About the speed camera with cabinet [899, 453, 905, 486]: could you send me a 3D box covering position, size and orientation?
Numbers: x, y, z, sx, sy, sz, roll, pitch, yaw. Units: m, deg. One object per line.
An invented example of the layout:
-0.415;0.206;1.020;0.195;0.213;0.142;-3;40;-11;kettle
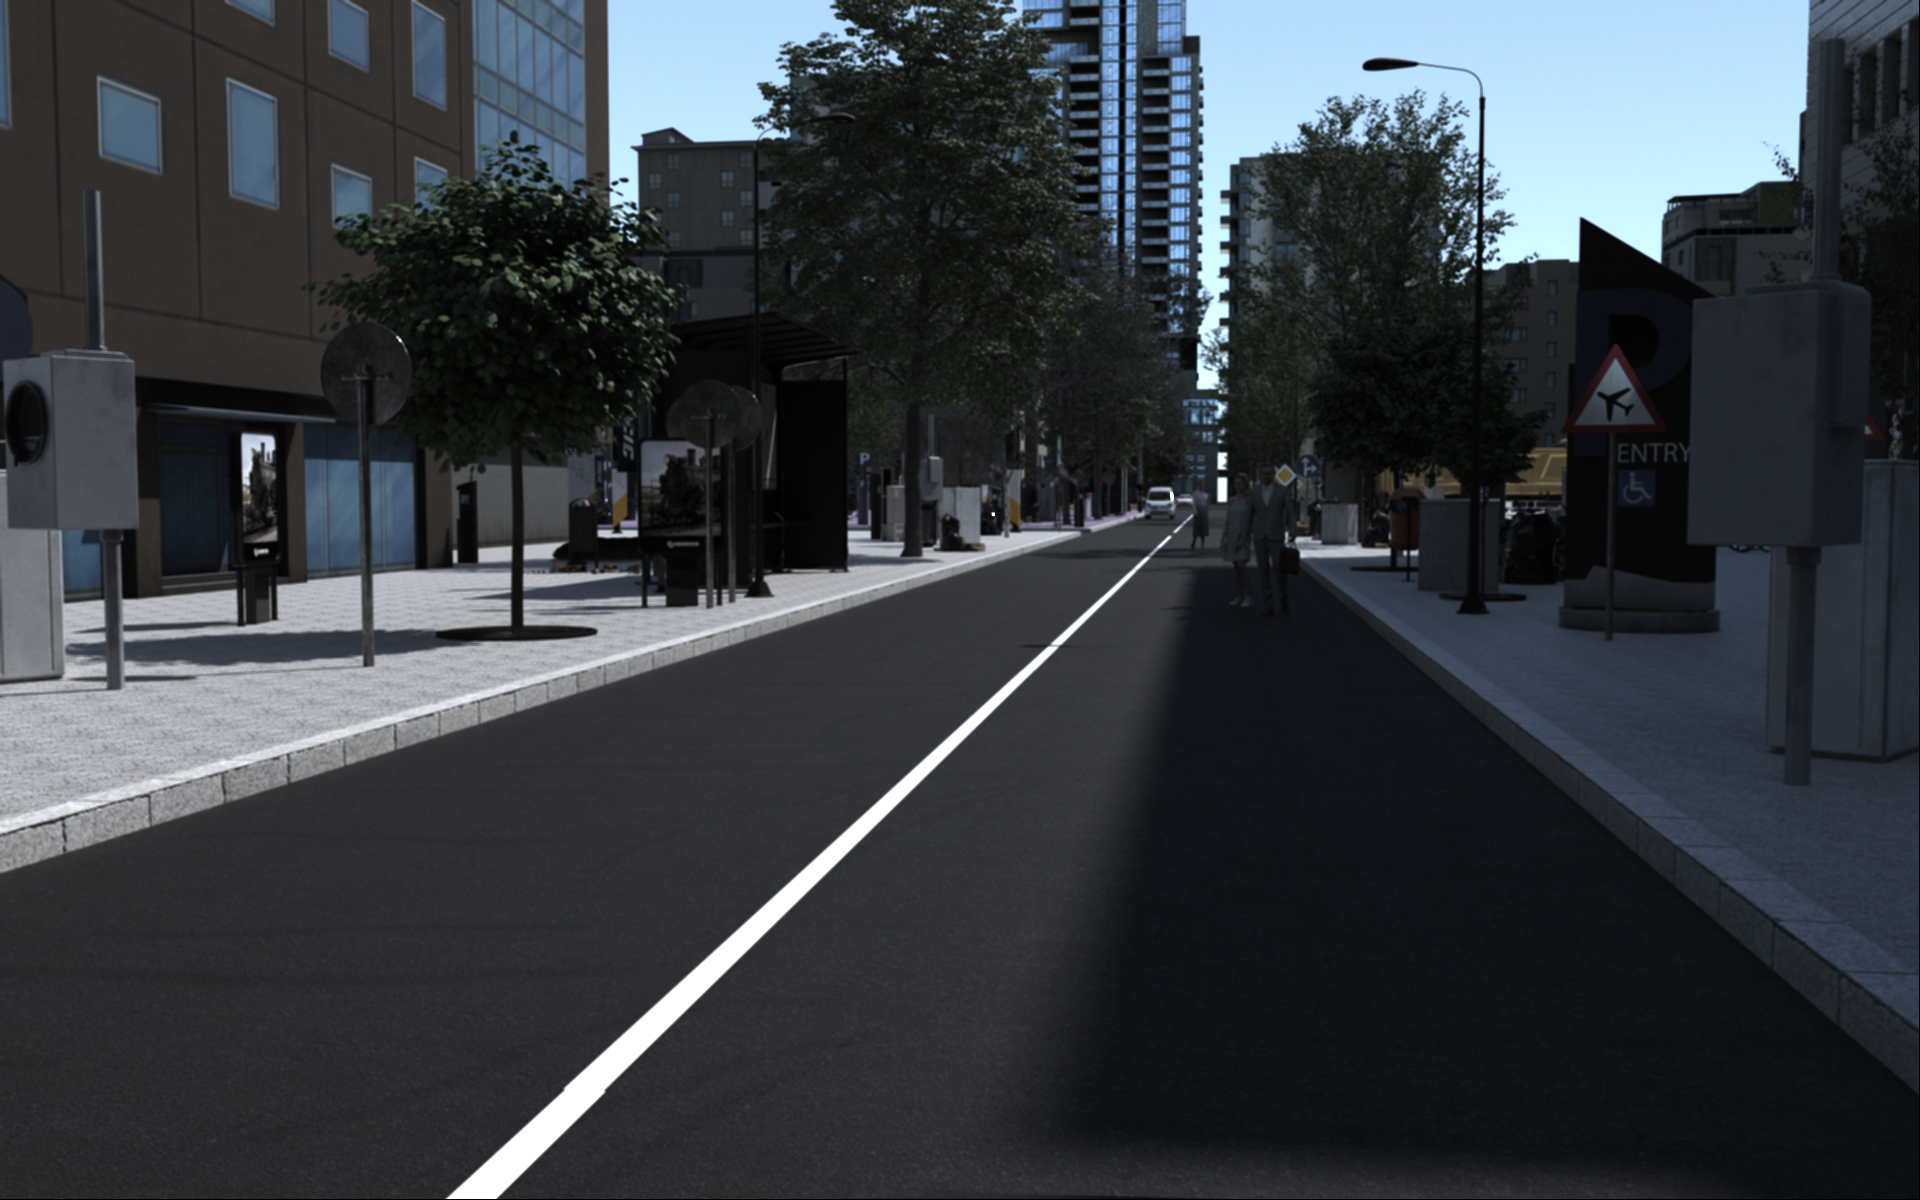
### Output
-2.381;-5.372;82.172;0.660;3.252;2.038;-1;4;-14;speed camera with cabinet

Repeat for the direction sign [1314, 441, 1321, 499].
15.199;-4.998;73.722;0.379;3.537;0.876;2;4;29;direction sign

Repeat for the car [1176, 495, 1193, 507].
25.448;-11.214;195.709;2.083;1.381;4.827;1;4;10;car

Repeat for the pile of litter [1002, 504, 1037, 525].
2.144;-3.624;73.216;1.719;0.858;1.176;-1;4;-21;pile of litter

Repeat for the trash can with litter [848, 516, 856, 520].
-6.159;-4.591;86.119;2.233;1.210;1.678;1;4;16;trash can with litter

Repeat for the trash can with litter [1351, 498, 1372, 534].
11.795;-2.426;51.047;0.624;1.170;1.055;2;4;23;trash can with litter

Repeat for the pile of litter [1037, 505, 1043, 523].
3.130;-3.912;77.923;1.176;0.858;1.719;0;4;3;pile of litter

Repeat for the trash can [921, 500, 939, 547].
-0.873;-1.851;41.920;0.748;1.137;0.748;0;3;0;trash can

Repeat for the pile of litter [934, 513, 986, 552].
0.003;-1.540;39.138;1.176;0.858;1.719;0;4;-5;pile of litter

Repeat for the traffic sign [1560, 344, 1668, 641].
5.685;-0.923;15.101;0.884;2.594;0.081;1;4;13;traffic sign

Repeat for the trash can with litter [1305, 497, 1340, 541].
10.719;-2.273;48.221;2.233;1.210;1.678;1;4;9;trash can with litter

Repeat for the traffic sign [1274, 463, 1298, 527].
10.649;-3.250;56.775;0.795;2.450;0.064;1;4;8;traffic sign

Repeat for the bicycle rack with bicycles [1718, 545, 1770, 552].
18.015;-1.543;38.606;2.852;0.926;2.925;-3;5;-44;bicycle rack with bicycles

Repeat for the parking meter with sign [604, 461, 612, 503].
-18.231;-5.732;89.975;0.543;3.016;1.738;-1;4;-17;parking meter with sign

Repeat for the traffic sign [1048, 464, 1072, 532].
3.336;-3.317;57.867;0.795;2.450;0.064;1;4;8;traffic sign

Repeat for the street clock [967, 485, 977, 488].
0.601;-5.045;87.060;0.471;2.002;0.358;3;4;37;street clock

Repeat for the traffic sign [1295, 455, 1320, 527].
11.213;-3.415;55.937;0.768;2.556;0.104;1;4;12;traffic sign

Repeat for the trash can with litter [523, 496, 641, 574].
-5.872;-1.049;28.212;2.233;1.210;1.678;2;4;23;trash can with litter

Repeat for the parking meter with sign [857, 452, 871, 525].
-4.054;-4.664;72.512;0.543;3.016;1.738;0;4;-8;parking meter with sign

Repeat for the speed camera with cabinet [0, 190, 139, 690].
-6.321;-1.059;11.654;2.038;3.252;0.660;3;4;37;speed camera with cabinet

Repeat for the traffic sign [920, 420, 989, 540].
-0.326;-3.290;47.670;2.265;3.308;0.079;1;4;14;traffic sign

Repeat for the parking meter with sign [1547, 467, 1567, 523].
17.478;-3.234;49.139;0.543;3.016;1.738;-2;4;-32;parking meter with sign

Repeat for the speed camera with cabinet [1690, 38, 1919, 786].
4.148;-0.853;8.279;0.660;3.252;2.038;3;5;44;speed camera with cabinet

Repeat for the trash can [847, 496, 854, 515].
-6.853;-5.742;105.530;0.748;1.137;0.748;0;3;0;trash can

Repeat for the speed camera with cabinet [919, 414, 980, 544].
-0.372;-3.019;43.700;0.660;3.252;2.038;3;5;44;speed camera with cabinet

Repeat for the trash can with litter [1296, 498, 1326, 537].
10.577;-2.508;52.387;0.624;1.170;1.055;-3;5;-44;trash can with litter

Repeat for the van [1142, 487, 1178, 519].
11.461;-5.633;99.103;2.013;2.044;4.112;1;4;9;van

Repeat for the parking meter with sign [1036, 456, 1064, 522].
4.085;-5.136;80.240;0.543;3.016;1.738;-2;4;-34;parking meter with sign

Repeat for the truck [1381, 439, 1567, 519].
19.631;-3.896;59.631;9.791;3.379;3.469;1;4;8;truck

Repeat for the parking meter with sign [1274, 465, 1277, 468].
18.827;-6.577;103.795;0.543;3.016;1.738;0;4;4;parking meter with sign

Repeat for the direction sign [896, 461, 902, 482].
-3.917;-7.725;118.302;0.876;3.537;0.379;0;4;-7;direction sign

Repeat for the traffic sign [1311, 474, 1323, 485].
20.793;-6.161;100.832;0.768;2.556;0.104;1;4;9;traffic sign

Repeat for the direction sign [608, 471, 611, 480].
-25.635;-8.245;126.804;0.379;3.537;0.876;-1;4;-23;direction sign

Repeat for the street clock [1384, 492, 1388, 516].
24.870;-5.894;100.944;0.358;2.002;0.471;0;4;-2;street clock

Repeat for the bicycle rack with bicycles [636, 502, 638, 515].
-17.597;-5.291;99.893;2.925;0.926;2.852;3;5;45;bicycle rack with bicycles

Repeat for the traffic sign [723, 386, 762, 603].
-2.699;-1.243;20.432;0.768;2.556;0.104;1;4;16;traffic sign

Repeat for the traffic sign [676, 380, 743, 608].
-2.810;-1.179;19.380;0.768;2.556;0.104;1;4;9;traffic sign

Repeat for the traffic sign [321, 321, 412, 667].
-4.403;-0.777;12.818;0.768;2.556;0.104;1;4;16;traffic sign

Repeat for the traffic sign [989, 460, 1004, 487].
1.191;-3.511;58.598;0.795;2.450;0.064;1;4;15;traffic sign

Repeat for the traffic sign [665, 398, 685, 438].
-3.381;-1.340;22.022;0.768;2.556;0.104;1;4;9;traffic sign

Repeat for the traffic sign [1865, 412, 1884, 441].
8.844;-1.072;17.536;0.884;2.594;0.081;1;4;16;traffic sign

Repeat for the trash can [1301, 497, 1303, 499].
19.794;-5.337;98.917;0.748;1.137;0.748;0;3;0;trash can

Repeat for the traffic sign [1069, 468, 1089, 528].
4.499;-3.800;65.768;0.795;2.450;0.064;1;4;8;traffic sign

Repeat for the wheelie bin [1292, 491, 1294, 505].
13.610;-3.973;72.860;0.980;1.594;0.693;3;5;45;wheelie bin

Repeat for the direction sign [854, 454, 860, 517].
-5.709;-6.385;96.399;0.379;3.537;0.876;-1;4;-22;direction sign

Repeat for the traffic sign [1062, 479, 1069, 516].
6.129;-6.307;103.223;0.768;2.556;0.104;1;4;12;traffic sign

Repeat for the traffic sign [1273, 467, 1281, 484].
11.812;-3.733;64.675;0.795;2.450;0.064;1;4;8;traffic sign

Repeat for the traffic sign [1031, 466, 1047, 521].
3.607;-4.842;79.279;0.768;2.556;0.104;1;4;15;traffic sign

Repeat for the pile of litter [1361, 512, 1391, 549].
10.303;-1.678;41.397;1.719;0.858;1.176;-2;4;-24;pile of litter

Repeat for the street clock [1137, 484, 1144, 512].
12.672;-7.164;121.703;0.358;2.002;0.471;-3;4;-38;street clock

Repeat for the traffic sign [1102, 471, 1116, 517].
8.259;-5.876;96.171;0.768;2.556;0.104;1;4;13;traffic sign
